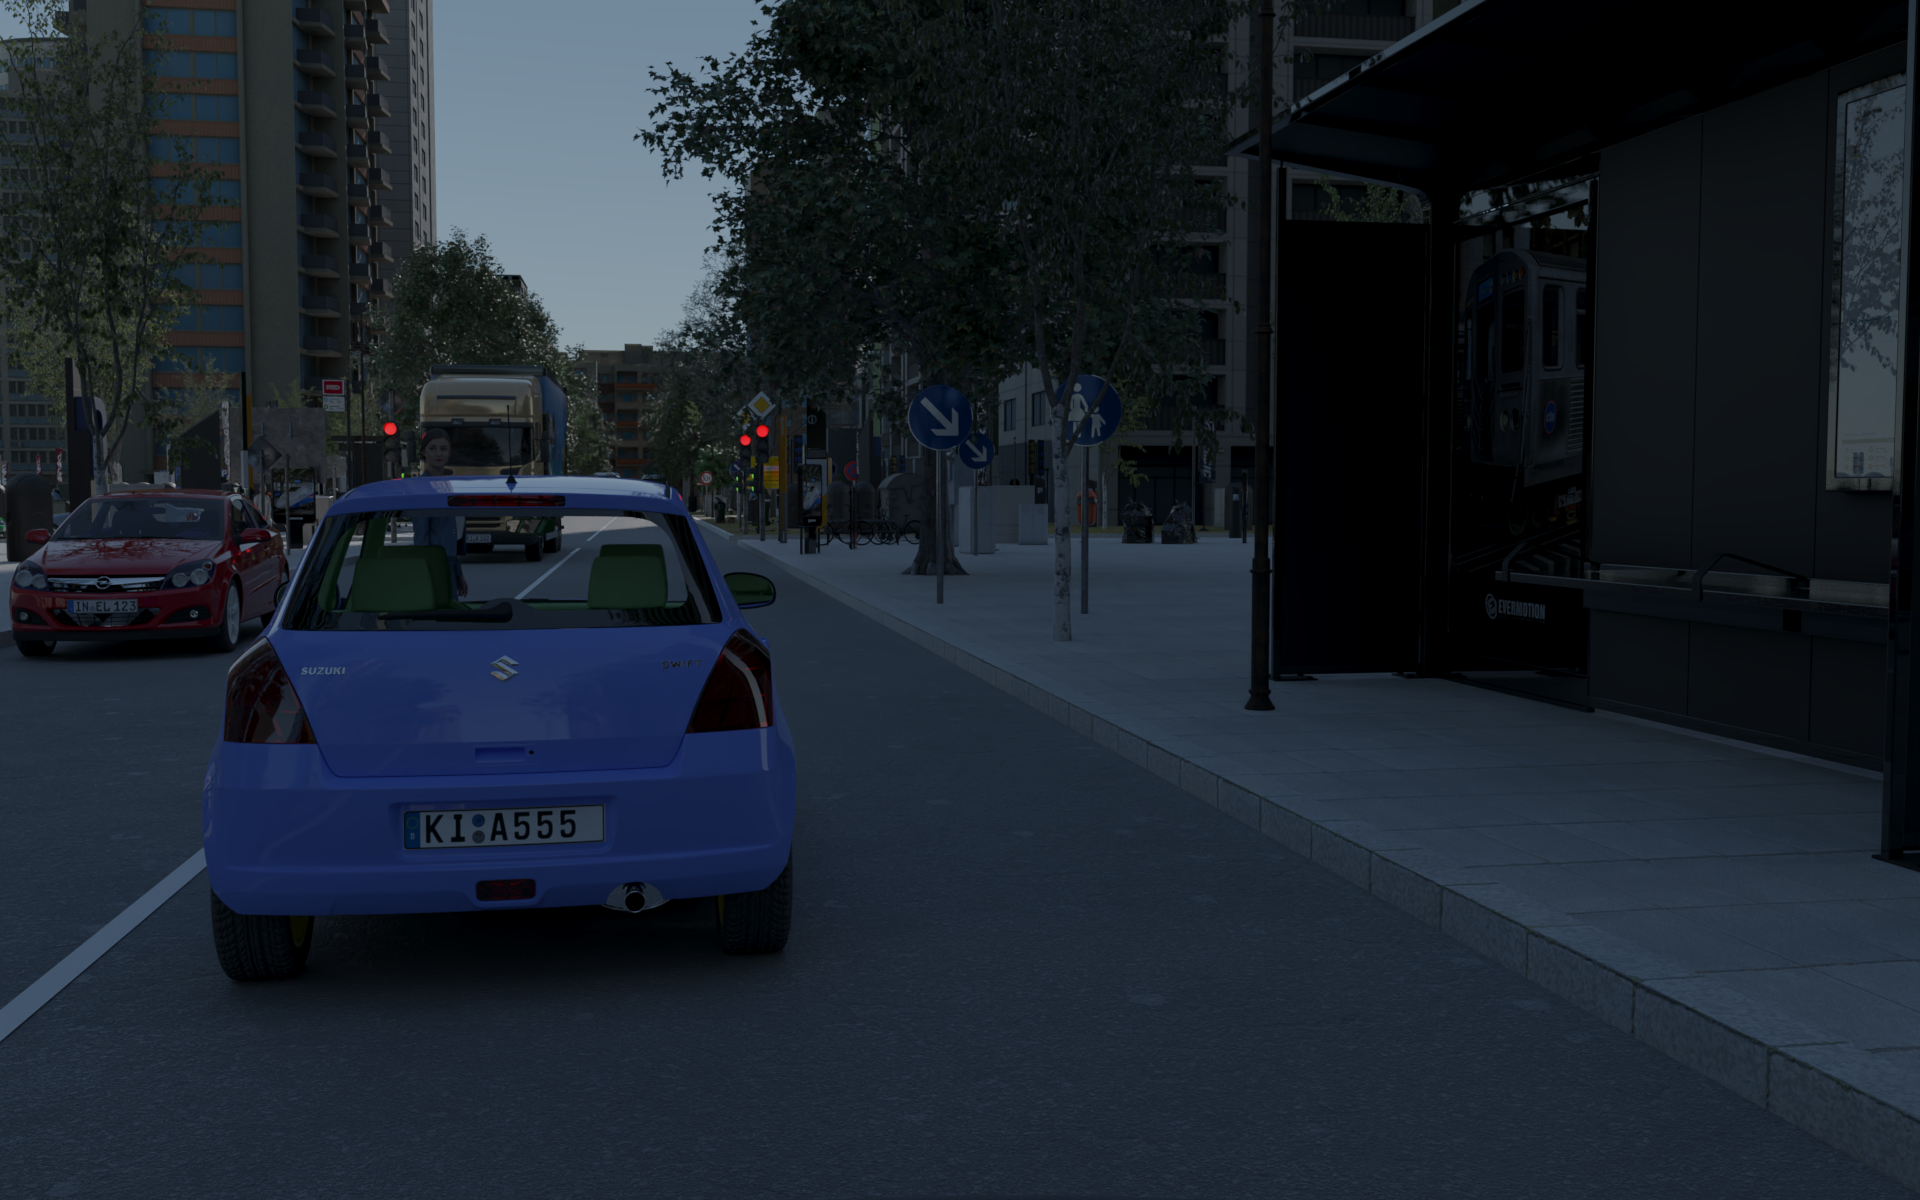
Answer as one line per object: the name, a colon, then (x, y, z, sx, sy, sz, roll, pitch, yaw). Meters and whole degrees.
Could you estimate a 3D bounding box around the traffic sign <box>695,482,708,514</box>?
traffic sign: (-16.337, -6.716, 109.811, 0.884, 2.594, 0.081, 0, 4, -2)

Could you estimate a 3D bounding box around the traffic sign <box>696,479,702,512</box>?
traffic sign: (-18.439, -7.552, 123.587, 0.768, 2.556, 0.104, 0, 4, -8)

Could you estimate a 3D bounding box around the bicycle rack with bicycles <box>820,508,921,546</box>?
bicycle rack with bicycles: (-2.317, -1.878, 44.084, 2.925, 0.926, 2.852, 0, 4, -2)

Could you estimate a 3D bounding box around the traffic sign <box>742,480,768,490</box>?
traffic sign: (-13.629, -7.341, 113.906, 2.265, 3.308, 0.079, 0, 4, -6)

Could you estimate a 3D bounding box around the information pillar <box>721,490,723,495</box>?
information pillar: (-17.662, -8.365, 128.123, 0.183, 3.616, 0.504, 1, 4, 20)

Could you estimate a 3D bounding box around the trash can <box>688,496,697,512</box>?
trash can: (-18.952, -6.796, 122.766, 0.748, 1.137, 0.748, 0, 3, 0)

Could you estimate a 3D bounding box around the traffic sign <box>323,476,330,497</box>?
traffic sign: (-21.433, -3.567, 58.420, 0.768, 2.556, 0.104, 0, 4, -3)

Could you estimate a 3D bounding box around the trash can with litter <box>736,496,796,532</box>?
trash can with litter: (-6.762, -2.992, 59.972, 2.233, 1.210, 1.678, -1, 4, -17)

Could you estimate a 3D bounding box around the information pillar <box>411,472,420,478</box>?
information pillar: (-18.066, -3.260, 57.801, 0.304, 2.012, 0.304, 2, 4, 35)

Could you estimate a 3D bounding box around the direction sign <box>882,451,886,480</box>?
direction sign: (-4.047, -6.080, 91.408, 0.379, 3.537, 0.876, 0, 4, -8)

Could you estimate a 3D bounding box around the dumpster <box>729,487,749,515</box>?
dumpster: (-13.951, -6.338, 109.390, 1.264, 1.857, 1.865, -1, 4, -10)

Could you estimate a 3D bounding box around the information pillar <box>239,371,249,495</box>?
information pillar: (-13.736, -2.563, 33.257, 0.183, 3.616, 0.504, -2, 4, -28)

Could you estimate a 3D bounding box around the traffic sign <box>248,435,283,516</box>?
traffic sign: (-13.686, -2.006, 33.981, 0.795, 2.450, 0.064, 0, 4, -4)

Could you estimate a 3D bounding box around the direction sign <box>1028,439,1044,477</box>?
direction sign: (3.169, -4.901, 72.135, 0.876, 3.537, 0.379, -3, 5, -41)

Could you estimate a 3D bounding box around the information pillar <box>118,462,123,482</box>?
information pillar: (-59.082, -7.987, 121.948, 0.504, 3.616, 0.183, 2, 4, 32)

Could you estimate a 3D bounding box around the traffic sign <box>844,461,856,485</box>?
traffic sign: (-4.066, -4.066, 66.583, 0.768, 2.556, 0.104, -1, 4, -9)

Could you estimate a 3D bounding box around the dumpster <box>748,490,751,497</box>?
dumpster: (-14.069, -7.279, 121.500, 1.502, 2.255, 1.985, -1, 4, -10)

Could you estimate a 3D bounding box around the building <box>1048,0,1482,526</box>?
building: (13.816, -39.167, 78.639, 20.611, 71.187, 20.563, -1, 4, -10)

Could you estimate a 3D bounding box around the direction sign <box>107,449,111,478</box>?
direction sign: (-42.780, -5.768, 86.309, 0.876, 3.537, 0.379, -1, 4, -22)

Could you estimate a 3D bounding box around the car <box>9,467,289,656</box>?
car: (-7.731, -0.474, 16.794, 2.155, 1.783, 4.494, -1, 4, -12)

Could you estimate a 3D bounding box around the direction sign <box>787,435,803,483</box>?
direction sign: (-6.453, -4.546, 66.331, 0.876, 3.537, 0.379, 0, 4, 7)

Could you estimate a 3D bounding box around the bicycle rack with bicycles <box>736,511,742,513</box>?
bicycle rack with bicycles: (-13.654, -6.278, 116.029, 2.852, 0.926, 2.925, 1, 4, 13)

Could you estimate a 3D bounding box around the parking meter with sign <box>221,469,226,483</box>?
parking meter with sign: (-52.585, -7.729, 122.631, 1.738, 3.016, 0.543, 2, 4, 34)

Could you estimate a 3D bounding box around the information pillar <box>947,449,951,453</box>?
information pillar: (-0.469, -4.829, 70.305, 0.183, 3.616, 0.504, -3, 4, -38)

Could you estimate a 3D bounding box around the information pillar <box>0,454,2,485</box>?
information pillar: (-56.903, -6.806, 102.625, 0.504, 3.616, 0.183, 2, 4, 27)

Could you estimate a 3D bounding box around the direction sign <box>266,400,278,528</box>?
direction sign: (-16.703, -3.066, 42.129, 0.379, 3.537, 0.876, -3, 4, -38)

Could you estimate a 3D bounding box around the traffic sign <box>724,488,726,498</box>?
traffic sign: (-17.650, -7.951, 130.110, 0.768, 2.556, 0.104, -1, 4, -9)

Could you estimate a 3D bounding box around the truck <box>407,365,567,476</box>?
truck: (-10.618, -3.123, 39.968, 2.839, 4.237, 11.283, -1, 4, -10)

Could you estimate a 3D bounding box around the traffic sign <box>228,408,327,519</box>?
traffic sign: (-16.104, -2.873, 40.848, 2.265, 3.308, 0.079, 0, 4, -4)

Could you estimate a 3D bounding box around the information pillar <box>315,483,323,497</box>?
information pillar: (-25.029, -3.859, 67.594, 0.304, 2.012, 0.304, 1, 4, 18)

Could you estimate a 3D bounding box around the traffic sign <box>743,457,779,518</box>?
traffic sign: (-10.399, -6.014, 92.208, 2.265, 3.308, 0.079, 0, 4, -6)

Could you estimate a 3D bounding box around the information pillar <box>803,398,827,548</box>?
information pillar: (-3.443, -3.062, 41.421, 0.504, 3.616, 0.183, 0, 4, -2)

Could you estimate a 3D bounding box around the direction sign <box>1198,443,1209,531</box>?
direction sign: (8.420, -4.141, 59.707, 0.379, 3.537, 0.876, 3, 4, 37)

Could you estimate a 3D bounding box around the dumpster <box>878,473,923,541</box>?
dumpster: (-1.525, -2.570, 47.776, 1.264, 1.857, 1.865, -1, 4, -10)

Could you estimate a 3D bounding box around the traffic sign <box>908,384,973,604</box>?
traffic sign: (-0.232, -1.231, 20.226, 0.768, 2.556, 0.104, 0, 4, -7)

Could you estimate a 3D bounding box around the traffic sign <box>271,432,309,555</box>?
traffic sign: (-14.026, -2.209, 36.115, 0.884, 2.594, 0.081, 0, 4, -8)

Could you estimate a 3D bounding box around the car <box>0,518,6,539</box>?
car: (-28.509, -2.342, 47.094, 4.718, 1.807, 1.959, -1, 4, -12)

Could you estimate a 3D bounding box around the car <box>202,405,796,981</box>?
car: (-1.624, 0.188, 6.522, 1.945, 1.707, 3.694, -1, 4, -12)

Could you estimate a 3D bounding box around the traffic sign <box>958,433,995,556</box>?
traffic sign: (0.336, -2.197, 36.026, 0.768, 2.556, 0.104, -1, 4, -8)

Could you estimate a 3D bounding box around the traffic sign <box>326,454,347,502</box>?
traffic sign: (-20.037, -3.388, 55.494, 0.768, 2.556, 0.104, 0, 4, -5)

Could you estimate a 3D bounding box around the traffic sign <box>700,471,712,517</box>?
traffic sign: (-14.158, -5.917, 96.842, 0.768, 2.556, 0.104, 0, 4, -2)

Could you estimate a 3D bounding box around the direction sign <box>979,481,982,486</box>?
direction sign: (0.486, -3.001, 41.071, 0.379, 3.537, 0.876, 0, 4, 5)

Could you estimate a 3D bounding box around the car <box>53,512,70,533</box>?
car: (-22.981, -2.157, 47.267, 4.499, 1.417, 2.014, -1, 4, -11)

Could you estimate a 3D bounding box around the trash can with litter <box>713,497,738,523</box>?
trash can with litter: (-10.362, -3.981, 76.471, 1.055, 1.170, 0.624, 0, 4, 6)

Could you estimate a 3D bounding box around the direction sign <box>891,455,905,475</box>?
direction sign: (-3.620, -6.686, 101.315, 0.876, 3.537, 0.379, 1, 4, 16)

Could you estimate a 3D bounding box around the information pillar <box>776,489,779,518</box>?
information pillar: (-9.683, -5.418, 93.069, 0.304, 2.012, 0.304, 3, 5, 41)

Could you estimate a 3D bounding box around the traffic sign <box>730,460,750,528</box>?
traffic sign: (-8.262, -3.976, 65.121, 0.768, 2.556, 0.104, 0, 4, -8)

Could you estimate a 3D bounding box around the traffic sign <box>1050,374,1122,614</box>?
traffic sign: (1.336, -1.125, 18.493, 0.768, 2.556, 0.104, 0, 4, -1)

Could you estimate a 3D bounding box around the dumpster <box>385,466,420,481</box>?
dumpster: (-18.961, -3.467, 59.179, 1.502, 2.255, 1.985, -1, 4, -10)
